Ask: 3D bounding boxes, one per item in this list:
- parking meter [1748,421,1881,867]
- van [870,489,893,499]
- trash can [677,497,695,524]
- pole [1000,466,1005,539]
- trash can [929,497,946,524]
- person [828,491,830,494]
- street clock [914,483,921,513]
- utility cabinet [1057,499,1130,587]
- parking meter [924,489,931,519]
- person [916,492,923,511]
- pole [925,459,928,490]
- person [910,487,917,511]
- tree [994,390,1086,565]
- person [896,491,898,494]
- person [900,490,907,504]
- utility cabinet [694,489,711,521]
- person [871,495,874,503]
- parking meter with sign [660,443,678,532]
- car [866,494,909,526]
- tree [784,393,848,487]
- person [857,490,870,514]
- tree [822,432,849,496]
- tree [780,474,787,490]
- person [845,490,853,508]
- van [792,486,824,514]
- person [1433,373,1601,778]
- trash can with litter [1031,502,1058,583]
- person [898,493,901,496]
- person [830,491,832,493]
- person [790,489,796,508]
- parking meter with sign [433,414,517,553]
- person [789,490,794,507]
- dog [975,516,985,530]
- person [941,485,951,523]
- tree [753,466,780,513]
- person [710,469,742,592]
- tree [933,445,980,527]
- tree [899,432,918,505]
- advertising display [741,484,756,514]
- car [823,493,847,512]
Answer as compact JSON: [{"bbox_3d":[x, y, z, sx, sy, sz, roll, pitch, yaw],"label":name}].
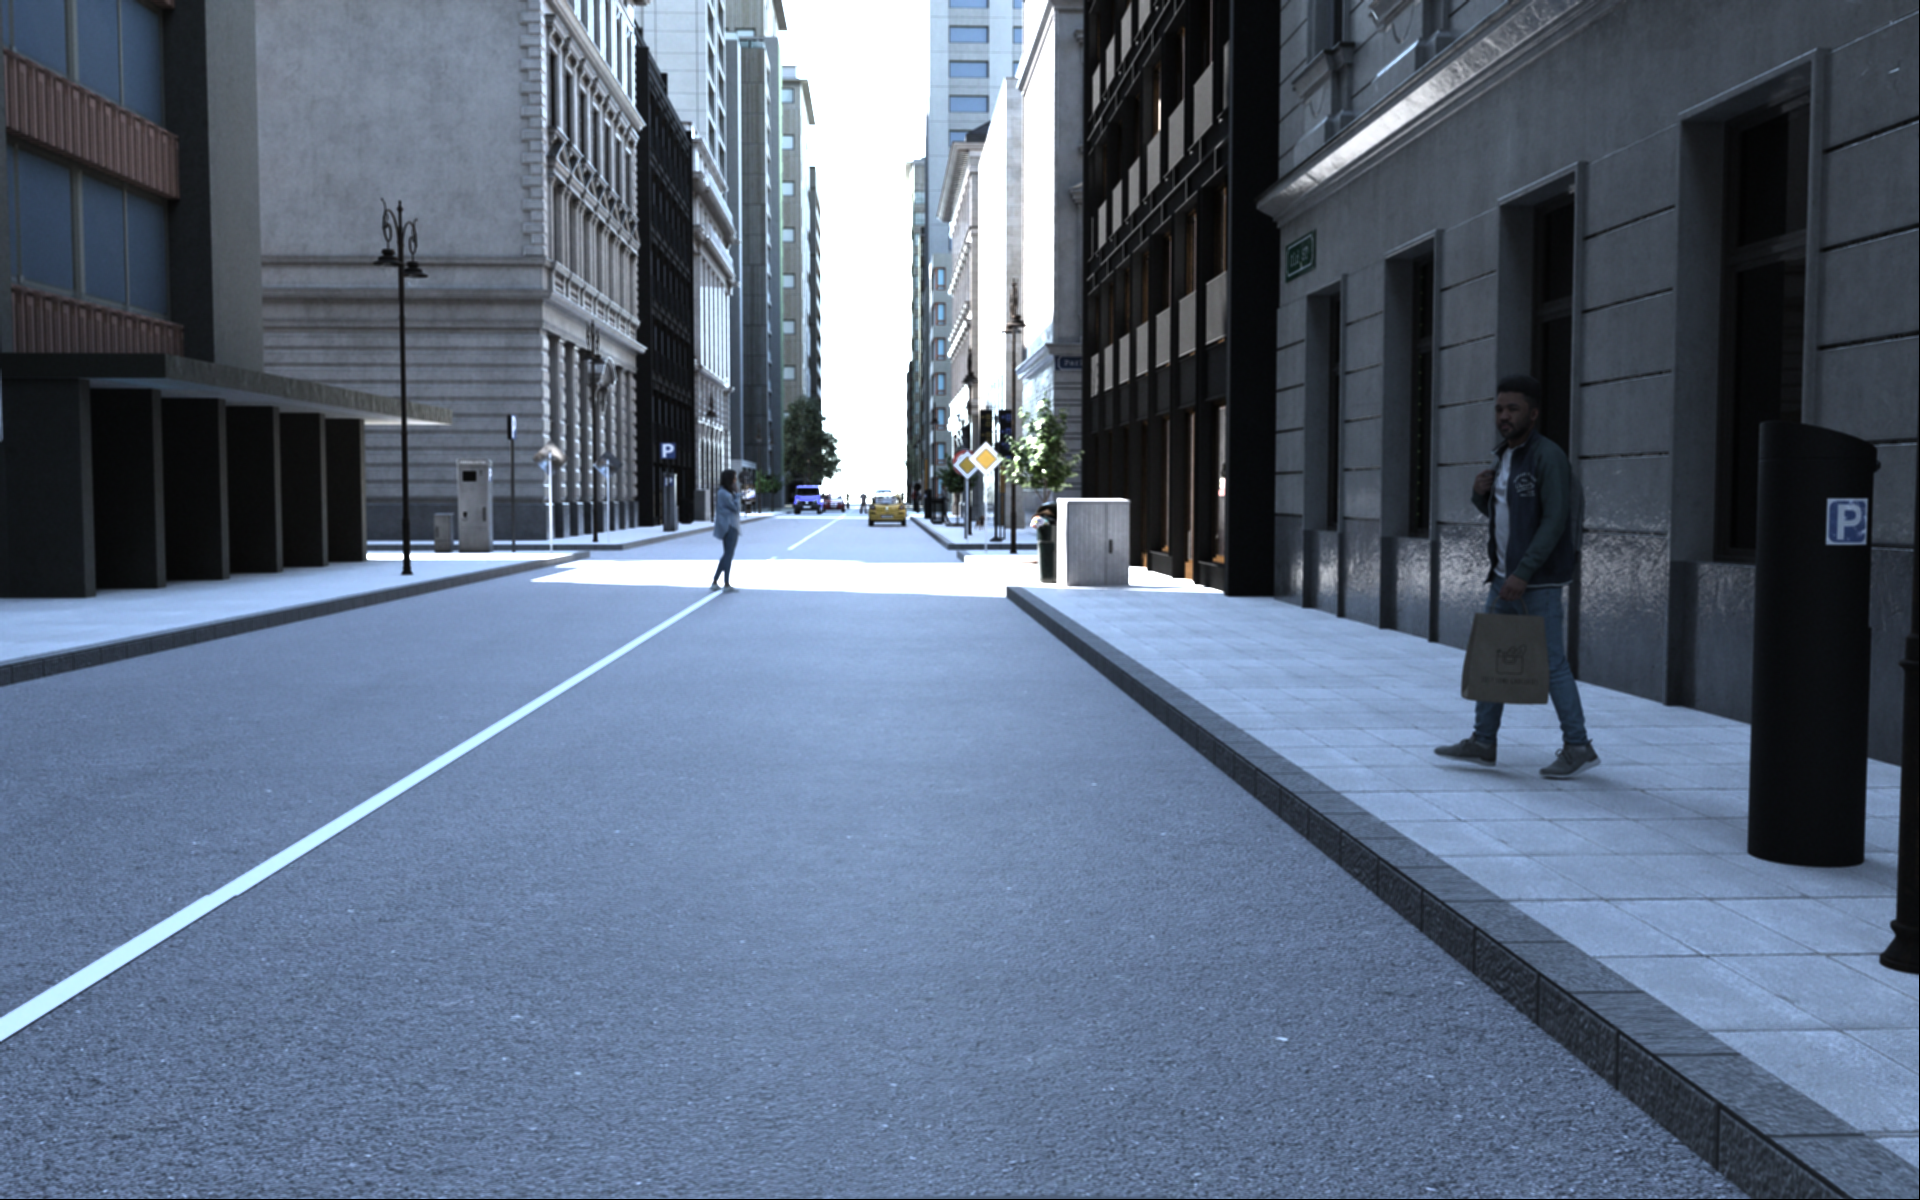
[{"bbox_3d":[2.992,0.142,6.085,0.372,1.533,0.369,0,3,0],"label":"parking meter"},{"bbox_3d":[-5.953,-7.784,134.283,2.013,2.044,4.112,0,4,-4],"label":"van"},{"bbox_3d":[-11.841,-3.867,74.878,0.748,1.137,0.748,0,3,0],"label":"trash can"},{"bbox_3d":[1.201,-3.371,48.957,0.158,3.312,0.155,0,3,0],"label":"pole"},{"bbox_3d":[-0.965,-3.835,74.358,0.748,1.137,0.748,0,3,0],"label":"trash can"},{"bbox_3d":[-19.925,-15.797,264.851,0.617,1.759,0.750,0,4,6],"label":"person"},{"bbox_3d":[-2.855,-6.858,116.699,0.471,2.002,0.358,0,4,4],"label":"street clock"},{"bbox_3d":[1.871,-0.796,24.170,1.020,1.237,0.306,-2,4,-26],"label":"utility cabinet"},{"bbox_3d":[-1.676,-4.998,90.123,0.372,1.533,0.369,0,3,0],"label":"parking meter"},{"bbox_3d":[-3.002,-7.601,130.193,0.599,1.838,0.709,0,4,-1],"label":"person"},{"bbox_3d":[-1.965,-6.515,100.368,0.158,3.312,0.155,0,3,0],"label":"pole"},{"bbox_3d":[-3.411,-7.517,128.883,0.705,1.831,1.348,1,4,16],"label":"person"},{"bbox_3d":[1.660,-2.279,31.868,1.663,3.219,1.824,0,3,0],"label":"tree"},{"bbox_3d":[-9.434,-15.588,261.635,1.217,1.736,0.721,-2,4,-26],"label":"person"},{"bbox_3d":[-7.139,-12.924,217.356,1.348,1.824,0.705,-1,4,-22],"label":"person"},{"bbox_3d":[-12.223,-4.487,82.040,0.318,1.500,1.173,-2,4,-35],"label":"utility cabinet"},{"bbox_3d":[-7.167,-8.118,144.421,0.628,1.438,0.799,-1,4,-21],"label":"person"},{"bbox_3d":[-9.972,-3.875,59.623,0.543,3.016,1.738,0,4,-5],"label":"parking meter with sign"},{"bbox_3d":[-3.315,-4.211,79.068,2.015,1.641,3.980,0,4,-2],"label":"car"},{"bbox_3d":[-17.493,-17.082,196.291,9.611,12.733,9.660,0,3,0],"label":"tree"},{"bbox_3d":[-6.881,-7.001,123.525,0.990,1.755,0.434,1,4,22],"label":"person"},{"bbox_3d":[-21.644,-21.526,277.710,9.928,11.665,9.643,0,3,0],"label":"tree"},{"bbox_3d":[-14.705,-8.639,135.854,1.663,3.219,1.824,0,3,0],"label":"tree"},{"bbox_3d":[-11.135,-10.026,172.568,0.705,1.807,1.348,-3,4,-38],"label":"person"},{"bbox_3d":[-10.868,-7.338,124.357,2.240,2.365,5.245,0,4,-2],"label":"van"},{"bbox_3d":[2.546,-0.110,7.827,0.713,1.824,0.794,0,4,8],"label":"person"},{"bbox_3d":[1.285,-0.839,25.101,0.624,1.170,1.055,0,4,-4],"label":"trash can with litter"},{"bbox_3d":[-7.786,-13.103,223.466,0.628,1.438,0.799,-1,4,-18],"label":"person"},{"bbox_3d":[-13.755,-10.679,183.806,1.217,1.736,0.721,1,4,23],"label":"person"},{"bbox_3d":[-15.596,-9.553,162.960,0.721,1.735,1.217,-3,4,-39],"label":"person"},{"bbox_3d":[-10.657,-2.555,38.029,1.738,3.016,0.543,0,4,-3],"label":"parking meter with sign"},{"bbox_3d":[-16.254,-9.970,169.764,1.217,1.735,0.721,-1,4,-16],"label":"person"},{"bbox_3d":[0.697,-2.718,61.273,0.406,0.507,0.540,-1,4,-12],"label":"dog"},{"bbox_3d":[-0.590,-4.320,76.955,0.573,1.790,0.520,-1,4,-20],"label":"person"},{"bbox_3d":[-13.923,-7.700,120.494,1.663,3.219,1.824,0,3,0],"label":"tree"},{"bbox_3d":[-3.424,-1.013,25.324,0.793,1.790,0.793,3,5,40],"label":"person"},{"bbox_3d":[0.036,-4.517,68.455,1.663,3.219,1.824,0,3,0],"label":"tree"},{"bbox_3d":[-5.451,-15.663,206.444,4.360,8.622,3.978,0,3,0],"label":"tree"},{"bbox_3d":[-13.628,-6.502,111.526,0.974,1.923,0.123,-2,4,-28],"label":"advertising display"},{"bbox_3d":[-10.102,-7.909,138.354,2.155,1.783,4.494,0,4,-5],"label":"car"}]
